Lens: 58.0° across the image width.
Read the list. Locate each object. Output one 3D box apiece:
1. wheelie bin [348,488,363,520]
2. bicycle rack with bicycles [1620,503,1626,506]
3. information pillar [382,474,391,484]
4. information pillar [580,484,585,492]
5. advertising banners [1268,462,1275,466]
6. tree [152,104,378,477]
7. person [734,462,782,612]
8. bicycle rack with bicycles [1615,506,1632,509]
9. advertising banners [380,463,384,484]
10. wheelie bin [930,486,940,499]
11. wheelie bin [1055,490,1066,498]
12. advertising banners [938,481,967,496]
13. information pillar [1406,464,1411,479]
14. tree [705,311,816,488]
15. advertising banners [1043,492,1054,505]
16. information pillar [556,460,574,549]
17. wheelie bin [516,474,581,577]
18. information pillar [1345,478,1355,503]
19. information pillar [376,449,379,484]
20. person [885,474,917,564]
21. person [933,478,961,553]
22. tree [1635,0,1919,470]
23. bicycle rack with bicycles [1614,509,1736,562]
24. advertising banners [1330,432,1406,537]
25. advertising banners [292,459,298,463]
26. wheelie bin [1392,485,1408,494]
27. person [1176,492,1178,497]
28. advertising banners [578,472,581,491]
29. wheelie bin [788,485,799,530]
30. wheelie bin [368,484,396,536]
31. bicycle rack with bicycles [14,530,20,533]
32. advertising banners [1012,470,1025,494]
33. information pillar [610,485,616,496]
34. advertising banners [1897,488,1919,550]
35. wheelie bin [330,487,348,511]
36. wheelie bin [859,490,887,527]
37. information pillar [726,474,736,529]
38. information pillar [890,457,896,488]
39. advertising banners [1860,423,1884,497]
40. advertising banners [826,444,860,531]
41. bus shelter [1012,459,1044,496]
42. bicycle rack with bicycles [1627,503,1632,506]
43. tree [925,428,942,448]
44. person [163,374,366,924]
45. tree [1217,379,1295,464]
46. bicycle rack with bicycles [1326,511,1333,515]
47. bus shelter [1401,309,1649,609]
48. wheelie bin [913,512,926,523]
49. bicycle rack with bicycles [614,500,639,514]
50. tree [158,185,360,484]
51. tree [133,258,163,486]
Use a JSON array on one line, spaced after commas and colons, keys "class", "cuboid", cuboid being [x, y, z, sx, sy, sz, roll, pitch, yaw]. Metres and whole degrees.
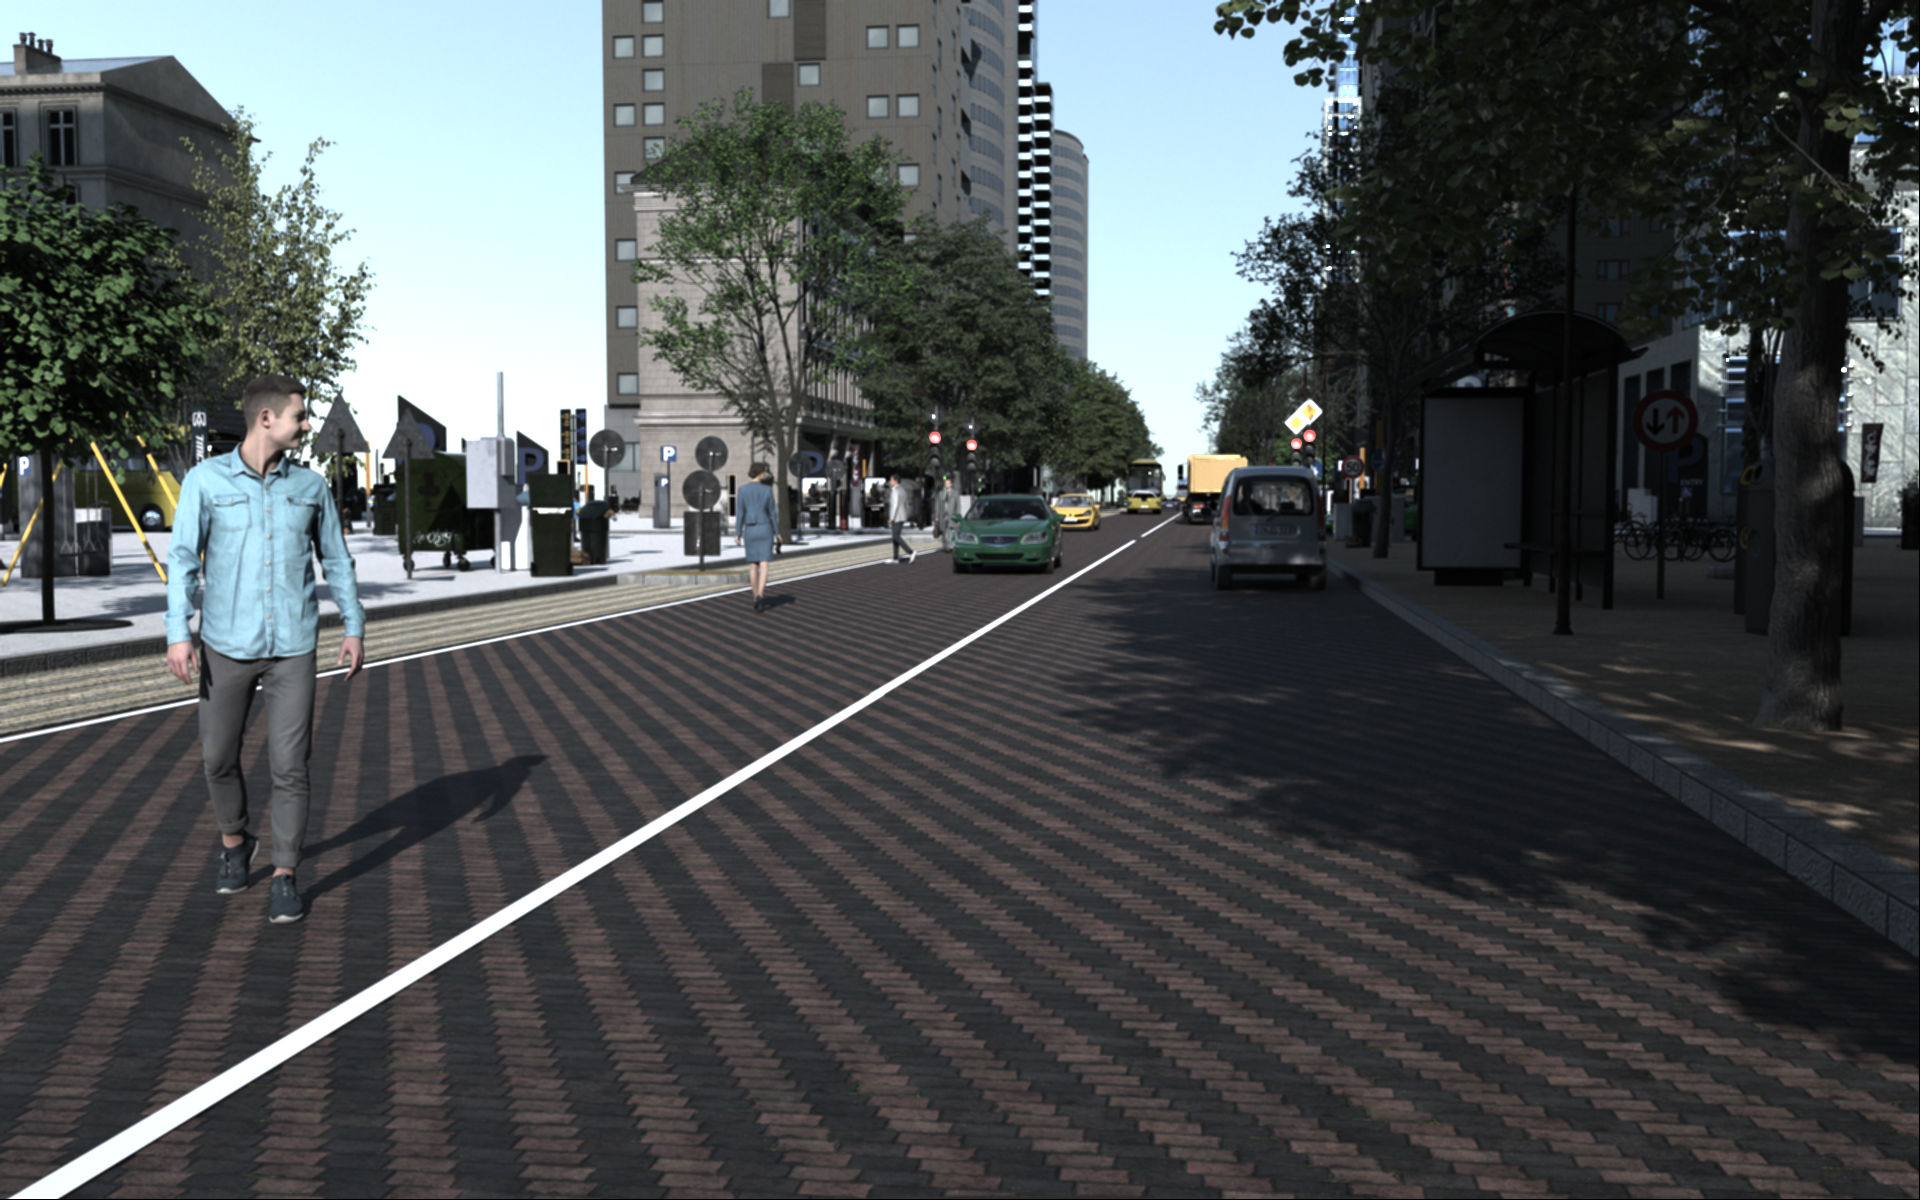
[{"class": "wheelie bin", "cuboid": [-29.734, -4.716, 85.017, 0.980, 1.594, 0.693, 3, 5, 42]}, {"class": "bicycle rack with bicycles", "cuboid": [22.083, -3.032, 62.956, 2.925, 0.926, 2.852, 0, 4, -4]}, {"class": "information pillar", "cuboid": [-21.019, -3.609, 63.500, 0.304, 2.012, 0.304, -1, 4, -19]}, {"class": "information pillar", "cuboid": [-28.554, -7.750, 131.196, 0.304, 2.012, 0.304, 2, 4, 25]}, {"class": "advertising banners", "cuboid": [17.750, -6.024, 94.674, 2.074, 3.025, 0.090, -1, 4, -18]}, {"class": "tree", "cuboid": [-13.054, -5.058, 33.058, 4.737, 8.622, 4.395, 0, 3, 0]}, {"class": "person", "cuboid": [-2.496, -0.776, 21.211, 0.581, 1.822, 0.654, 1, 4, 11]}, {"class": "bicycle rack with bicycles", "cuboid": [17.413, -1.728, 41.635, 2.925, 0.926, 2.852, 2, 4, 29]}, {"class": "advertising banners", "cuboid": [-31.714, -6.115, 96.165, 0.090, 3.025, 2.074, -3, 5, -44]}, {"class": "wheelie bin", "cuboid": [-0.745, -3.863, 71.060, 0.980, 1.594, 0.693, 0, 4, -7]}, {"class": "wheelie bin", "cuboid": [6.970, -6.833, 119.626, 0.693, 1.594, 0.980, -1, 4, -17]}, {"class": "advertising banners", "cuboid": [-0.577, -6.331, 99.707, 2.074, 3.025, 0.090, -1, 4, -16]}, {"class": "information pillar", "cuboid": [32.258, -8.151, 124.616, 0.183, 3.616, 0.504, 3, 5, 42]}, {"class": "tree", "cuboid": [-7.867, -7.218, 68.370, 4.360, 8.622, 3.978, 0, 3, 0]}, {"class": "advertising banners", "cuboid": [5.954, -7.717, 122.354, 0.090, 3.025, 2.074, 3, 5, 42]}, {"class": "information pillar", "cuboid": [-8.516, -2.009, 37.342, 0.304, 2.012, 0.304, 0, 4, 1]}, {"class": "wheelie bin", "cuboid": [-6.421, -1.168, 27.008, 0.980, 1.594, 0.693, -1, 4, -18]}, {"class": "information pillar", "cuboid": [18.203, -4.671, 80.869, 0.304, 2.012, 0.304, -3, 5, -41]}, {"class": "information pillar", "cuboid": [-29.887, -5.965, 88.876, 0.183, 3.616, 0.504, -1, 4, -14]}, {"class": "person", "cuboid": [-1.202, -1.669, 35.634, 0.795, 1.843, 0.661, 1, 4, 21]}, {"class": "person", "cuboid": [-0.332, -2.058, 42.255, 0.694, 1.812, 0.767, 1, 4, 16]}, {"class": "tree", "cuboid": [10.996, -4.443, 23.005, 4.360, 8.622, 3.978, 0, 3, 0]}, {"class": "bicycle rack with bicycles", "cuboid": [14.052, -1.243, 33.711, 2.852, 0.926, 2.925, -1, 4, -23]}, {"class": "advertising banners", "cuboid": [11.592, -3.245, 49.247, 2.074, 3.025, 0.090, 1, 4, 10]}, {"class": "advertising banners", "cuboid": [-33.172, -5.429, 84.954, 2.074, 3.025, 0.090, 2, 4, 27]}, {"class": "wheelie bin", "cuboid": [14.932, -3.091, 58.451, 0.980, 1.594, 0.693, 1, 4, 20]}, {"class": "person", "cuboid": [33.855, -15.927, 269.614, 1.217, 1.736, 0.721, -1, 4, -17]}, {"class": "advertising banners", "cuboid": [-29.821, -8.454, 134.414, 0.090, 3.025, 2.074, 1, 4, 10]}, {"class": "wheelie bin", "cuboid": [-6.145, -3.354, 62.752, 0.693, 1.594, 0.980, 0, 4, 1]}, {"class": "wheelie bin", "cuboid": [-17.736, -2.789, 53.503, 0.980, 1.594, 0.693, -2, 4, -30]}, {"class": "bicycle rack with bicycles", "cuboid": [-29.518, -2.406, 52.723, 2.925, 0.926, 2.852, 0, 4, -4]}, {"class": "advertising banners", "cuboid": [3.498, -6.271, 98.725, 2.074, 3.025, 0.090, -2, 4, -24]}, {"class": "information pillar", "cuboid": [-26.906, -7.943, 134.354, 0.304, 2.012, 0.304, 1, 4, 16]}, {"class": "advertising banners", "cuboid": [22.334, -2.628, 39.152, 0.090, 3.025, 2.074, -3, 5, -39]}, {"class": "wheelie bin", "cuboid": [-28.719, -4.365, 79.269, 0.980, 1.594, 0.693, -1, 4, -11]}, {"class": "wheelie bin", "cuboid": [-3.361, -3.733, 68.937, 0.980, 1.594, 0.693, -3, 5, -40]}, {"class": "information pillar", "cuboid": [-8.492, -3.658, 64.306, 0.304, 2.012, 0.304, -2, 4, -25]}, {"class": "information pillar", "cuboid": [-4.021, -6.890, 104.005, 0.183, 3.616, 0.504, 3, 4, 38]}, {"class": "advertising banners", "cuboid": [22.006, -2.883, 43.327, 0.090, 3.025, 2.074, -3, 4, -36]}, {"class": "advertising banners", "cuboid": [-4.107, -3.968, 61.069, 0.090, 3.025, 2.074, -3, 4, -38]}, {"class": "bus shelter", "cuboid": [3.703, -7.719, 103.829, 2.179, 5.291, 8.768, 1, 4, 8]}, {"class": "bicycle rack with bicycles", "cuboid": [25.985, -3.356, 68.258, 2.925, 0.926, 2.852, -1, 4, -10]}, {"class": "tree", "cuboid": [-0.536, -10.494, 121.941, 4.737, 8.622, 4.395, 0, 3, 0]}, {"class": "person", "cuboid": [-2.408, 0.142, 6.045, 0.638, 1.841, 0.748, -1, 4, -18]}, {"class": "tree", "cuboid": [28.459, -15.143, 164.601, 9.611, 12.733, 9.660, 0, 3, 0]}, {"class": "bicycle rack with bicycles", "cuboid": [15.498, -3.259, 66.673, 2.852, 0.926, 2.925, 3, 4, 37]}, {"class": "bus shelter", "cuboid": [6.845, -1.698, 21.689, 2.014, 3.302, 5.546, 0, 4, 8]}, {"class": "wheelie bin", "cuboid": [-1.771, -4.193, 76.457, 0.693, 1.594, 0.980, 2, 4, 32]}, {"class": "bicycle rack with bicycles", "cuboid": [-22.036, -6.074, 112.688, 2.925, 0.926, 2.852, 0, 4, -2]}, {"class": "tree", "cuboid": [-16.119, -5.555, 41.191, 4.360, 8.622, 3.978, 0, 3, 0]}, {"class": "tree", "cuboid": [-22.555, -6.122, 50.462, 4.360, 8.622, 3.978, 0, 3, 0]}]
